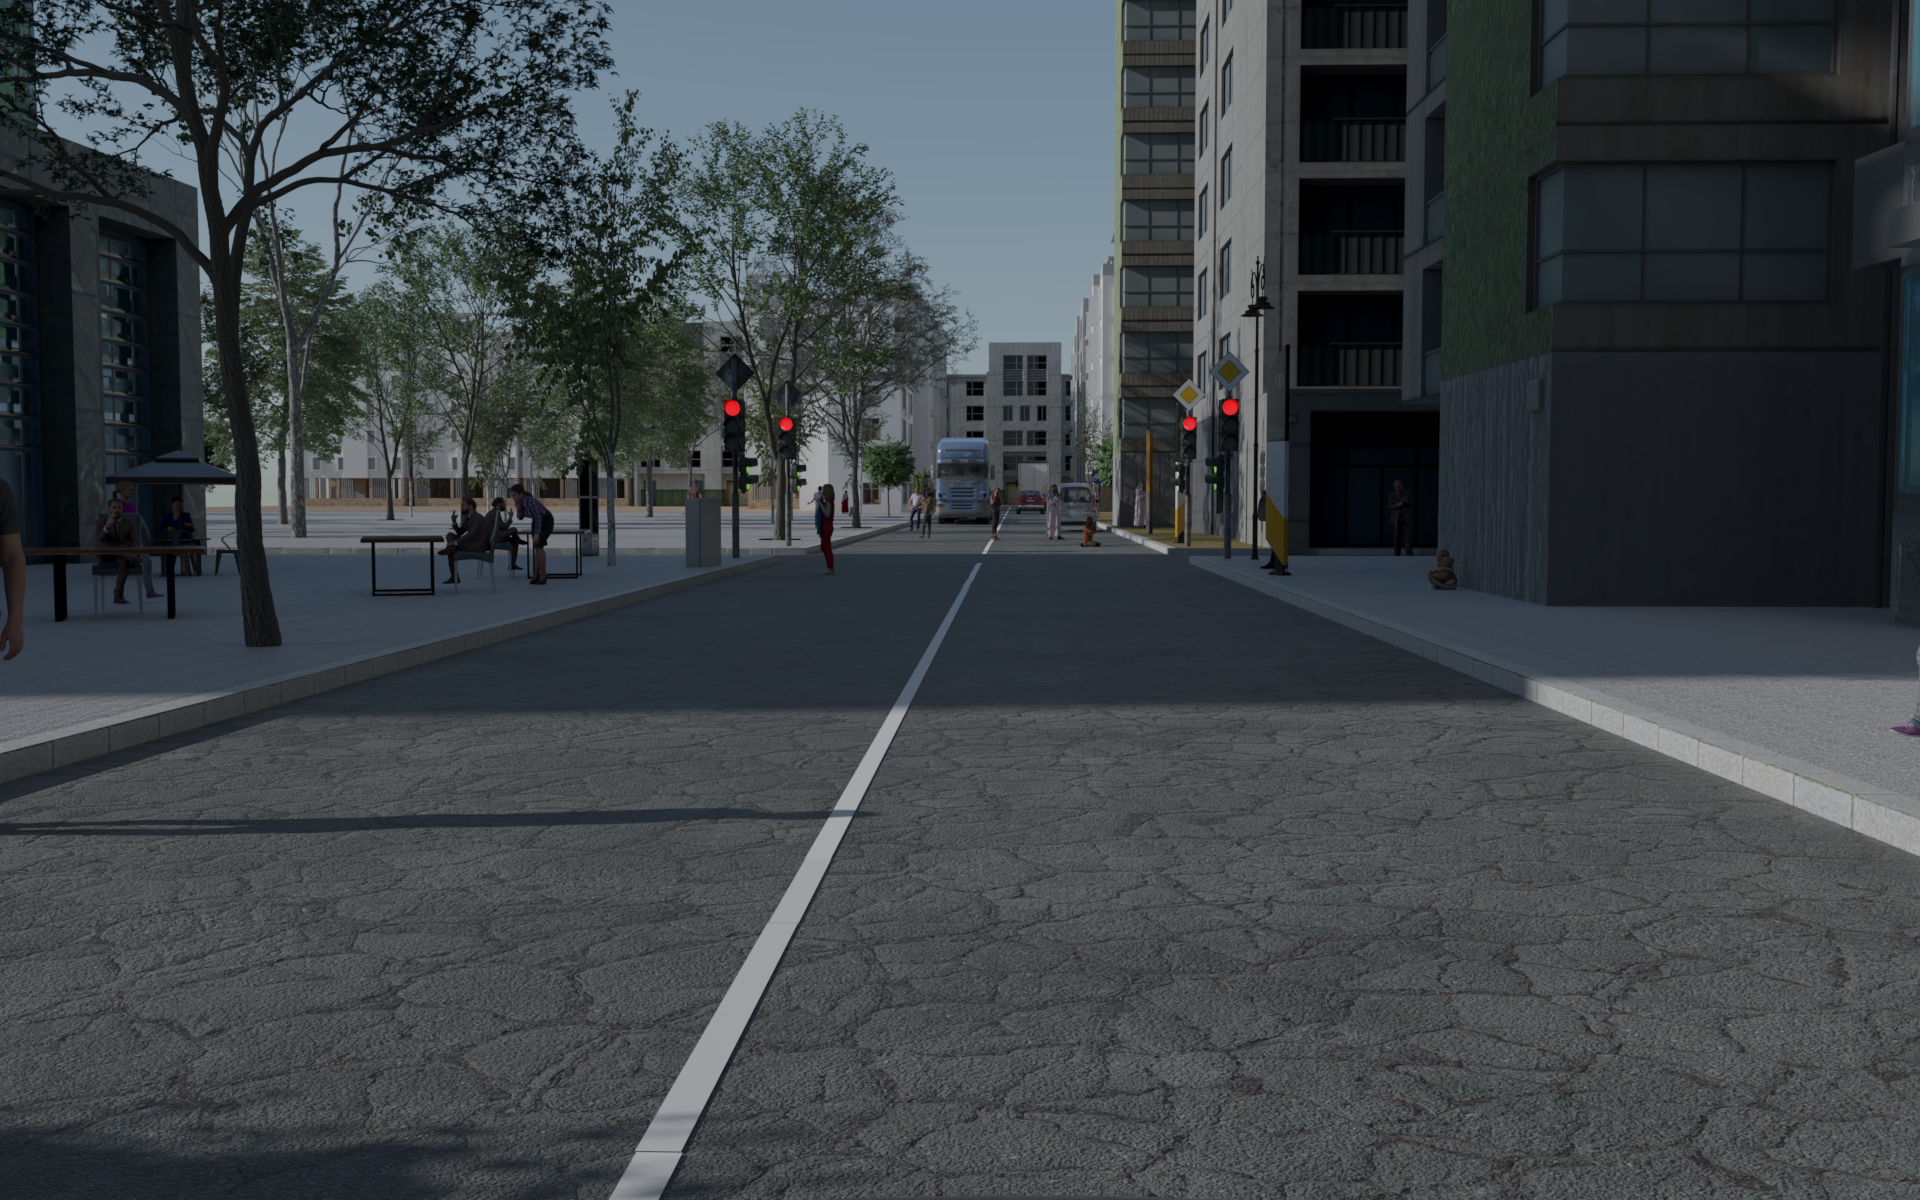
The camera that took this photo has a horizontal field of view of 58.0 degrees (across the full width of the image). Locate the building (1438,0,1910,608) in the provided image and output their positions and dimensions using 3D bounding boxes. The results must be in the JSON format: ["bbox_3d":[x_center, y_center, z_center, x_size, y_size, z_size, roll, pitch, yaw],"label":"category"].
[{"bbox_3d":[13.931,-20.887,25.099,14.154,41.232,14.086,0,4,2],"label":"building"}]

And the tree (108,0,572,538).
[{"bbox_3d":[-18.102,-11.843,49.525,12.611,20.169,13.585,0,3,0],"label":"tree"}]

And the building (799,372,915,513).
[{"bbox_3d":[-8.009,-11.689,133.268,9.099,9.664,28.070,0,4,2],"label":"building"}]

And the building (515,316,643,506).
[{"bbox_3d":[-39.638,-20.216,186.958,11.380,20.091,16.016,0,4,2],"label":"building"}]

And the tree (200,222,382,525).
[{"bbox_3d":[-28.207,-9.468,72.933,7.486,12.596,7.792,0,3,0],"label":"tree"}]

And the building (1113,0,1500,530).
[{"bbox_3d":[13.450,-23.791,72.570,14.154,41.232,14.086,0,4,2],"label":"building"}]

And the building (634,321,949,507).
[{"bbox_3d":[-17.478,-19.509,185.435,31.486,18.905,16.747,0,4,2],"label":"building"}]

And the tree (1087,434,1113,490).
[{"bbox_3d":[7.876,-6.161,84.449,4.285,4.588,4.351,0,3,0],"label":"tree"}]

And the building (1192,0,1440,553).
[{"bbox_3d":[17.980,-37.301,48.118,20.611,71.187,20.563,0,4,2],"label":"building"}]

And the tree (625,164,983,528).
[{"bbox_3d":[-4.038,-9.445,64.797,12.009,13.543,11.850,0,3,0],"label":"tree"}]

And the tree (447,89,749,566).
[{"bbox_3d":[-6.504,-4.923,30.855,4.737,8.622,4.395,0,3,0],"label":"tree"}]

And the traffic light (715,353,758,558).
[{"bbox_3d":[-4.469,-2.792,34.567,0.839,4.253,0.868,0,4,2],"label":"traffic light"}]

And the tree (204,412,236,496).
[{"bbox_3d":[-52.619,-8.912,108.623,20.602,7.101,11.467,1,4,12],"label":"tree"}]

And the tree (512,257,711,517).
[{"bbox_3d":[-17.583,-10.087,83.054,7.486,12.596,7.792,0,3,0],"label":"tree"}]

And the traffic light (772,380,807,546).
[{"bbox_3d":[-4.206,-3.280,42.547,0.839,4.253,0.868,0,4,2],"label":"traffic light"}]

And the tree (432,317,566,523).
[{"bbox_3d":[-19.045,-7.432,71.883,4.360,8.622,3.978,0,3,0],"label":"tree"}]

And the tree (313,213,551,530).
[{"bbox_3d":[-17.751,-8.357,62.390,9.928,11.665,9.643,0,3,0],"label":"tree"}]

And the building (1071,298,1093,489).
[{"bbox_3d":[19.734,-18.238,164.642,16.747,18.905,31.486,0,4,2],"label":"building"}]

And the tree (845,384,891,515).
[{"bbox_3d":[-6.329,-9.515,105.930,4.360,8.622,3.978,0,3,0],"label":"tree"}]

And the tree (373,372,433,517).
[{"bbox_3d":[-30.420,-8.939,96.509,4.360,8.622,3.978,0,3,0],"label":"tree"}]

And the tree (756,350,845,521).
[{"bbox_3d":[-8.032,-8.098,82.768,4.360,8.622,3.978,0,3,0],"label":"tree"}]

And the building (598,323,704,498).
[{"bbox_3d":[-28.280,-22.800,216.757,32.646,21.610,27.936,0,4,2],"label":"building"}]

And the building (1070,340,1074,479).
[{"bbox_3d":[19.991,-20.185,186.439,16.016,20.091,11.380,0,4,2],"label":"building"}]

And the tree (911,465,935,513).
[{"bbox_3d":[-2.309,-7.479,116.885,1.663,3.219,1.824,0,3,0],"label":"tree"}]

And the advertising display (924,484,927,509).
[{"bbox_3d":[-2.126,-6.185,106.332,0.123,1.923,0.974,0,4,2],"label":"advertising display"}]

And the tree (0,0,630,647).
[{"bbox_3d":[-6.236,-4.888,14.334,7.601,10.594,8.767,0,4,-2],"label":"tree"}]

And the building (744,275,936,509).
[{"bbox_3d":[-10.319,-18.167,153.442,16.016,20.091,11.380,0,4,2],"label":"building"}]

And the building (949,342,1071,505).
[{"bbox_3d":[3.626,-21.029,210.283,31.486,18.905,16.747,0,4,2],"label":"building"}]

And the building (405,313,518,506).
[{"bbox_3d":[-51.024,-20.217,186.968,11.380,20.091,16.016,0,4,2],"label":"building"}]

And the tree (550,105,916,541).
[{"bbox_3d":[-5.062,-7.458,47.700,9.928,11.665,9.643,0,3,0],"label":"tree"}]

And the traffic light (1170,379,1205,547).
[{"bbox_3d":[5.551,-3.261,42.242,0.839,4.253,0.868,0,4,2],"label":"traffic light"}]

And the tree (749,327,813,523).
[{"bbox_3d":[-8.429,-7.652,75.471,4.737,8.622,4.395,0,3,0],"label":"tree"}]

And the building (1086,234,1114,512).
[{"bbox_3d":[17.848,-16.819,131.403,16.016,20.091,11.380,0,4,2],"label":"building"}]

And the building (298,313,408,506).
[{"bbox_3d":[-62.859,-20.220,187.022,11.380,20.091,16.016,0,4,2],"label":"building"}]

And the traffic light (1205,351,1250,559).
[{"bbox_3d":[5.287,-2.773,34.262,0.839,4.253,0.868,0,4,2],"label":"traffic light"}]

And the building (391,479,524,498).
[{"bbox_3d":[-59.549,-16.313,208.856,28.070,9.664,9.099,0,4,2],"label":"building"}]

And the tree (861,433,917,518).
[{"bbox_3d":[-3.820,-6.727,93.701,4.285,4.588,4.351,0,3,0],"label":"tree"}]

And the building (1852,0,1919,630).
[{"bbox_3d":[18.185,-23.411,2.386,23.786,49.044,30.456,0,4,2],"label":"building"}]

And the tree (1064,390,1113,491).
[{"bbox_3d":[9.217,-10.435,120.970,4.360,8.622,3.978,0,3,0],"label":"tree"}]

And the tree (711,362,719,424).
[{"bbox_3d":[-16.877,-10.888,96.141,7.486,12.596,7.792,0,3,0],"label":"tree"}]
